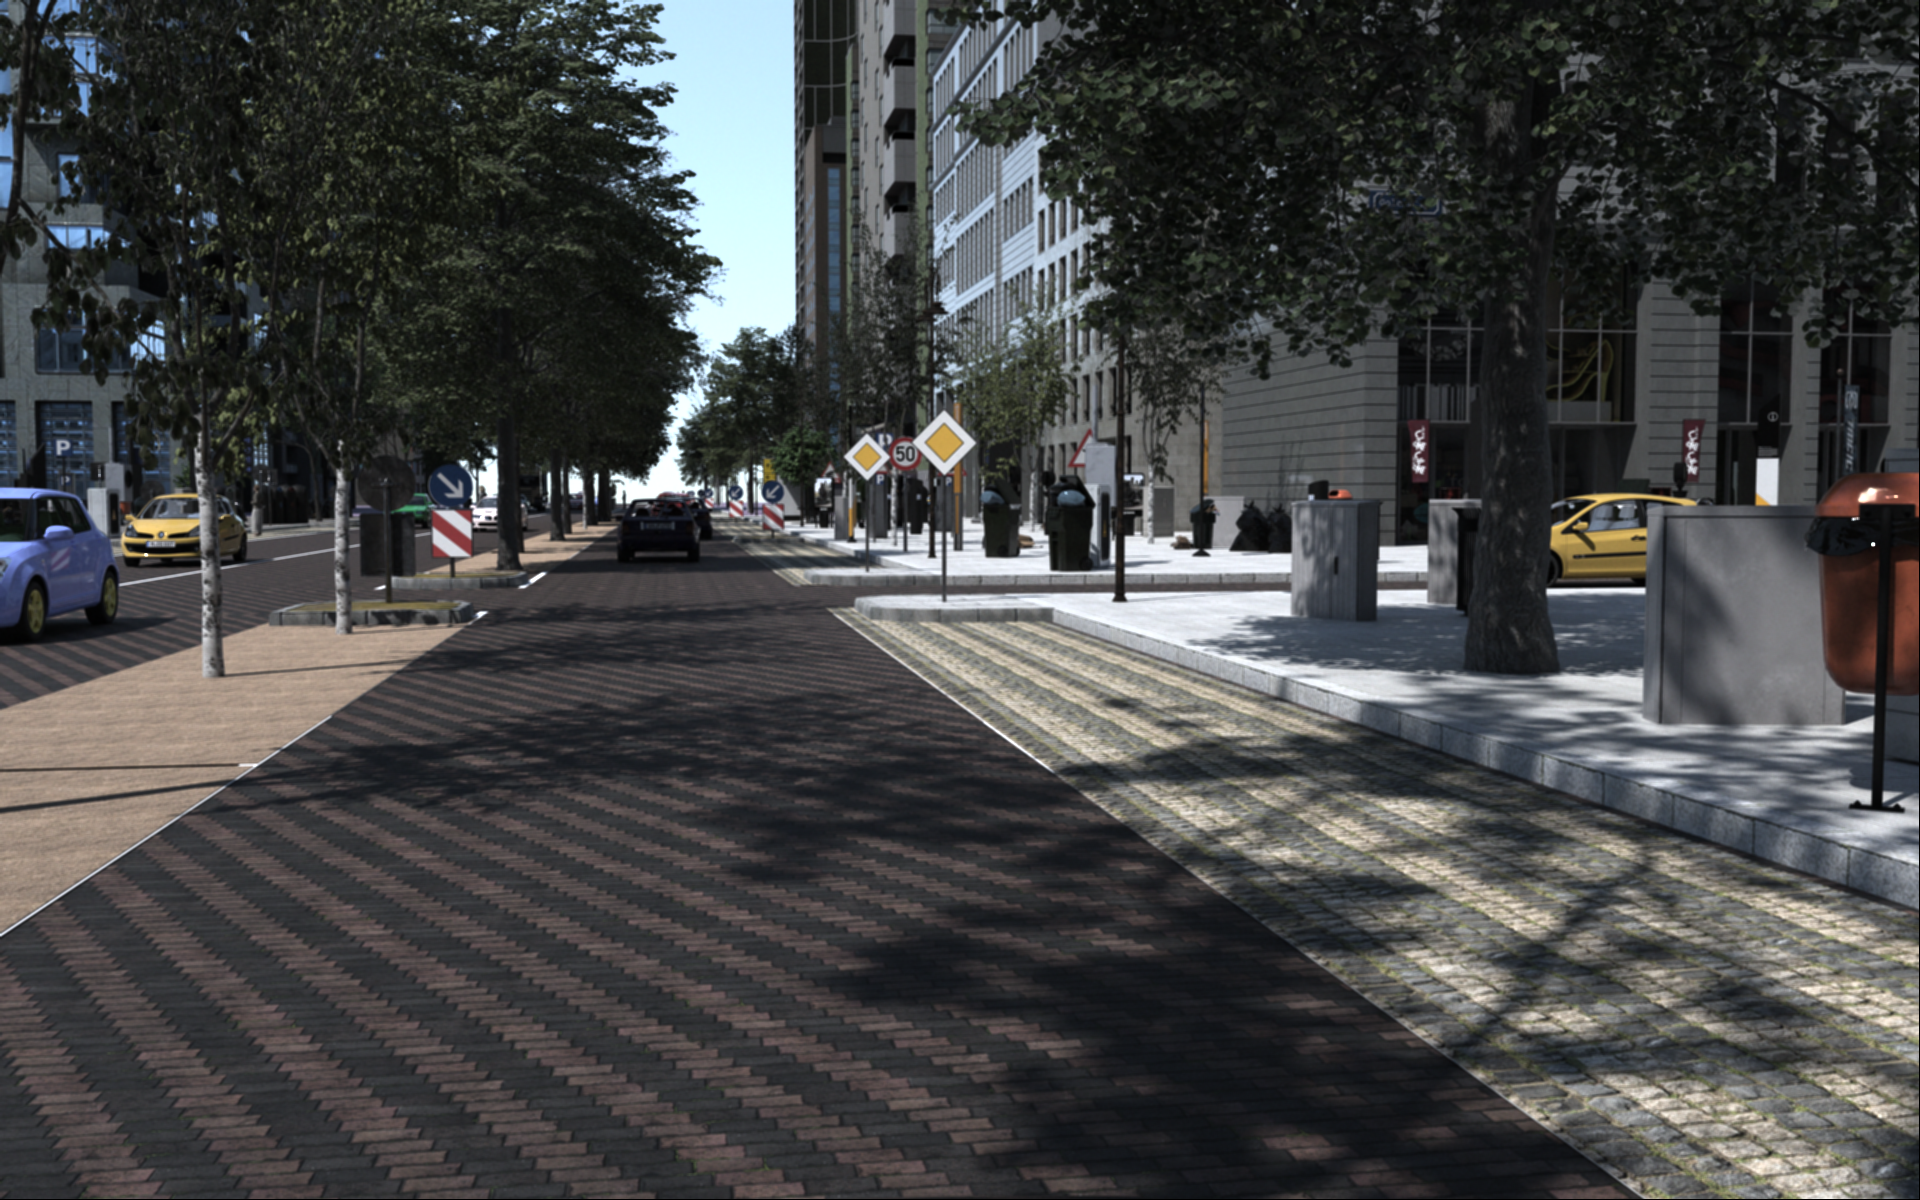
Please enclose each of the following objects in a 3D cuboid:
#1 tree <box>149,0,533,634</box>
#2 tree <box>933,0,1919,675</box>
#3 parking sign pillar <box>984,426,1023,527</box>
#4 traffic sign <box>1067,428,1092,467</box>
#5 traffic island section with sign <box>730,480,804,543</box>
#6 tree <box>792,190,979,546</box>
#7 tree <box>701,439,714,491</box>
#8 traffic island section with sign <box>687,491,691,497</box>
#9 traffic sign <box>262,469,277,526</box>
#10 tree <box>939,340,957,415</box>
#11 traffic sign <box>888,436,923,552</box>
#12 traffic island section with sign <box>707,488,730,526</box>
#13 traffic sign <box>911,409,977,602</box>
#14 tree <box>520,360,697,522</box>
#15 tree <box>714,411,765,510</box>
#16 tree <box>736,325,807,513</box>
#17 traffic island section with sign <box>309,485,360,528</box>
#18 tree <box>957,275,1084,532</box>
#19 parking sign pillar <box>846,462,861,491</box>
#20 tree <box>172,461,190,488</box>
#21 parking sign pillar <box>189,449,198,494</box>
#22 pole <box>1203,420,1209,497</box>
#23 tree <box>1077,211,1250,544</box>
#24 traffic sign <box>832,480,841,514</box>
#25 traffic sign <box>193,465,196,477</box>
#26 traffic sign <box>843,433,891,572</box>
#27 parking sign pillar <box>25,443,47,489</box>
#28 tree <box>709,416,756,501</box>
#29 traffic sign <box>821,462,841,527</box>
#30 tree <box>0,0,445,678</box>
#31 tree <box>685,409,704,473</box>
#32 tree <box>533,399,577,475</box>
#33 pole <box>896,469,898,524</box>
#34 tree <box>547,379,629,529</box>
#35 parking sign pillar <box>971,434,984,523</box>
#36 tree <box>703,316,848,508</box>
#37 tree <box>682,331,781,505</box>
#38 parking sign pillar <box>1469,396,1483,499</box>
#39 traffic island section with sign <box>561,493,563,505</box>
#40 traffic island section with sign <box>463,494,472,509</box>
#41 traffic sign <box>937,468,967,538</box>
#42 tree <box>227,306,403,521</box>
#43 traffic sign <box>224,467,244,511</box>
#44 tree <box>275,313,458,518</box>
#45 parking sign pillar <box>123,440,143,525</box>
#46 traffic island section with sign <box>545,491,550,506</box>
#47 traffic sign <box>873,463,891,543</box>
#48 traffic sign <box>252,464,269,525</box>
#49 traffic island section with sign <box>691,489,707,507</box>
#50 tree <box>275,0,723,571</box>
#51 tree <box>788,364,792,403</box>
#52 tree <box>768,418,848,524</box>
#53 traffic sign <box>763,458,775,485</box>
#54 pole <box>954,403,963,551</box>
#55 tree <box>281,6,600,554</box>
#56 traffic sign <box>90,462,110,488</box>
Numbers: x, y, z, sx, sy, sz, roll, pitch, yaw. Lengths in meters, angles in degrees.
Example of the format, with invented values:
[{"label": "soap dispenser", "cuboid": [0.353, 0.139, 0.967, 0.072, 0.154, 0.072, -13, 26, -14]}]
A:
[{"label": "tree", "cuboid": [-6.351, -3.962, 17.604, 4.737, 8.622, 4.395, 0, 3, 0]}, {"label": "tree", "cuboid": [3.913, -6.458, 12.250, 9.857, 13.997, 8.962, 0, 3, 0]}, {"label": "parking sign pillar", "cuboid": [1.794, -4.909, 68.729, 1.447, 3.967, 1.447, 0, 4, 2]}, {"label": "traffic sign", "cuboid": [2.560, -2.101, 34.351, 0.884, 2.594, 0.081, 0, 4, -7]}, {"label": "traffic island section with sign", "cuboid": [-5.661, -2.592, 51.011, 1.989, 1.847, 2.006, -1, 4, -10]}, {"label": "tree", "cuboid": [-1.616, -5.651, 42.761, 4.360, 8.622, 3.978, 0, 3, 0]}, {"label": "tree", "cuboid": [-25.631, -14.412, 185.993, 4.737, 8.622, 4.395, 0, 3, 0]}, {"label": "traffic island section with sign", "cuboid": [-23.045, -8.859, 153.476, 1.989, 1.847, 2.006, -1, 4, -10]}, {"label": "traffic sign", "cuboid": [-27.864, -4.146, 69.913, 0.606, 2.300, 0.079, 0, 4, -1]}, {"label": "tree", "cuboid": [1.198, -7.436, 71.943, 4.737, 8.622, 4.395, 0, 3, 0]}, {"label": "traffic sign", "cuboid": [-1.209, -2.339, 38.353, 0.768, 2.556, 0.104, 0, 4, -3]}, {"label": "traffic island section with sign", "cuboid": [-10.175, -4.218, 77.587, 1.989, 1.847, 2.006, -1, 4, -10]}, {"label": "traffic sign", "cuboid": [-0.190, -1.033, 20.533, 0.795, 2.450, 0.064, -1, 4, -10]}, {"label": "tree", "cuboid": [-18.222, -10.301, 87.885, 9.611, 12.733, 9.660, 0, 3, 0]}, {"label": "tree", "cuboid": [-16.477, -11.289, 134.939, 4.737, 8.622, 4.395, 0, 3, 0]}, {"label": "tree", "cuboid": [-13.658, -12.125, 116.373, 7.486, 12.596, 7.792, 0, 3, 0]}, {"label": "traffic island section with sign", "cuboid": [-26.882, -4.039, 74.670, 1.989, 1.847, 2.006, -1, 4, -10]}, {"label": "tree", "cuboid": [2.370, -6.615, 58.525, 4.737, 8.622, 4.395, 0, 3, 0]}, {"label": "parking sign pillar", "cuboid": [-5.762, -6.699, 97.993, 1.447, 3.967, 1.447, 1, 4, 16]}, {"label": "tree", "cuboid": [-41.530, -6.030, 93.197, 1.663, 3.219, 1.824, 0, 3, 0]}, {"label": "parking sign pillar", "cuboid": [-29.989, -4.891, 68.435, 1.447, 3.967, 1.447, 0, 4, -5]}, {"label": "pole", "cuboid": [6.803, -3.312, 47.998, 0.158, 3.312, 0.155, 0, 3, 0]}, {"label": "tree", "cuboid": [5.164, -5.755, 44.451, 4.360, 8.622, 3.978, 0, 3, 0]}, {"label": "traffic sign", "cuboid": [-6.241, -5.177, 84.654, 0.884, 2.594, 0.081, 0, 4, -1]}, {"label": "traffic sign", "cuboid": [-28.404, -3.974, 65.073, 0.768, 2.556, 0.104, -1, 4, -9]}, {"label": "traffic sign", "cuboid": [-1.525, -1.515, 28.406, 0.795, 2.450, 0.064, -1, 4, -10]}, {"label": "parking sign pillar", "cuboid": [-48.515, -6.267, 90.937, 1.447, 3.967, 1.447, 0, 4, 0]}, {"label": "tree", "cuboid": [-19.248, -12.043, 147.259, 4.360, 8.622, 3.978, 0, 3, 0]}, {"label": "traffic sign", "cuboid": [-4.987, -4.075, 66.632, 0.884, 2.594, 0.081, 0, 4, -1]}, {"label": "tree", "cuboid": [-5.759, -3.681, 12.998, 4.360, 8.622, 3.978, 0, 3, 0]}, {"label": "tree", "cuboid": [-21.817, -13.974, 162.890, 8.767, 10.594, 7.601, 0, 4, -1]}, {"label": "tree", "cuboid": [-16.618, -10.298, 77.482, 9.857, 13.997, 8.962, 0, 3, 0]}, {"label": "pole", "cuboid": [-2.656, -4.777, 71.944, 0.158, 3.312, 0.155, 0, 3, 0]}, {"label": "tree", "cuboid": [-15.100, -7.140, 69.551, 4.360, 8.622, 3.978, 0, 3, 0]}, {"label": "parking sign pillar", "cuboid": [1.205, -5.374, 76.335, 1.447, 3.967, 1.447, 1, 4, 17]}, {"label": "tree", "cuboid": [-9.250, -9.540, 90.390, 7.601, 10.594, 8.767, -1, 4, -10]}, {"label": "tree", "cuboid": [-26.792, -21.038, 199.866, 12.611, 20.169, 13.585, 0, 3, 0]}, {"label": "parking sign pillar", "cuboid": [13.170, -3.239, 41.424, 1.447, 3.967, 1.447, -1, 4, -16]}, {"label": "traffic island section with sign", "cuboid": [-53.511, -13.645, 231.723, 1.989, 1.847, 2.006, -1, 4, -10]}, {"label": "traffic island section with sign", "cuboid": [-35.298, -7.073, 124.268, 1.989, 1.847, 2.006, -1, 4, -10]}, {"label": "traffic sign", "cuboid": [-0.227, -3.107, 50.808, 0.884, 2.594, 0.081, 0, 4, -8]}, {"label": "tree", "cuboid": [-30.264, -8.972, 81.105, 7.601, 10.594, 8.767, 3, 5, 44]}, {"label": "traffic sign", "cuboid": [-28.617, -4.174, 68.346, 0.768, 2.556, 0.104, 0, 4, -7]}, {"label": "tree", "cuboid": [-33.247, -10.303, 94.216, 9.928, 11.665, 9.643, 0, 3, 0]}, {"label": "parking sign pillar", "cuboid": [-34.630, -5.153, 72.722, 1.447, 3.967, 1.447, -2, 4, -28]}, {"label": "traffic island section with sign", "cuboid": [-48.932, -11.998, 204.795, 1.989, 1.847, 2.006, -1, 4, -10]}, {"label": "traffic sign", "cuboid": [-2.256, -2.790, 45.626, 0.884, 2.594, 0.081, -1, 4, -9]}, {"label": "traffic sign", "cuboid": [-29.201, -4.421, 72.395, 0.768, 2.556, 0.104, 0, 4, -2]}, {"label": "traffic island section with sign", "cuboid": [-18.460, -7.207, 126.462, 1.989, 1.847, 2.006, -1, 4, -10]}, {"label": "tree", "cuboid": [-8.229, -6.781, 31.448, 7.486, 12.596, 7.792, 0, 3, 0]}, {"label": "tree", "cuboid": [-3.834, -6.541, 57.306, 4.360, 8.622, 3.978, 0, 3, 0]}, {"label": "tree", "cuboid": [-6.581, -5.590, 75.111, 4.285, 4.588, 4.351, 0, 3, 0]}, {"label": "traffic sign", "cuboid": [-9.932, -6.331, 97.379, 2.265, 3.308, 0.079, 0, 4, -7]}, {"label": "pole", "cuboid": [-0.039, -2.759, 38.953, 0.158, 3.312, 0.155, 0, 3, 0]}, {"label": "tree", "cuboid": [-10.766, -7.876, 41.602, 12.009, 13.543, 11.850, 0, 3, 0]}, {"label": "traffic sign", "cuboid": [-27.588, -3.271, 55.611, 0.606, 2.300, 0.079, 0, 4, -7]}]
